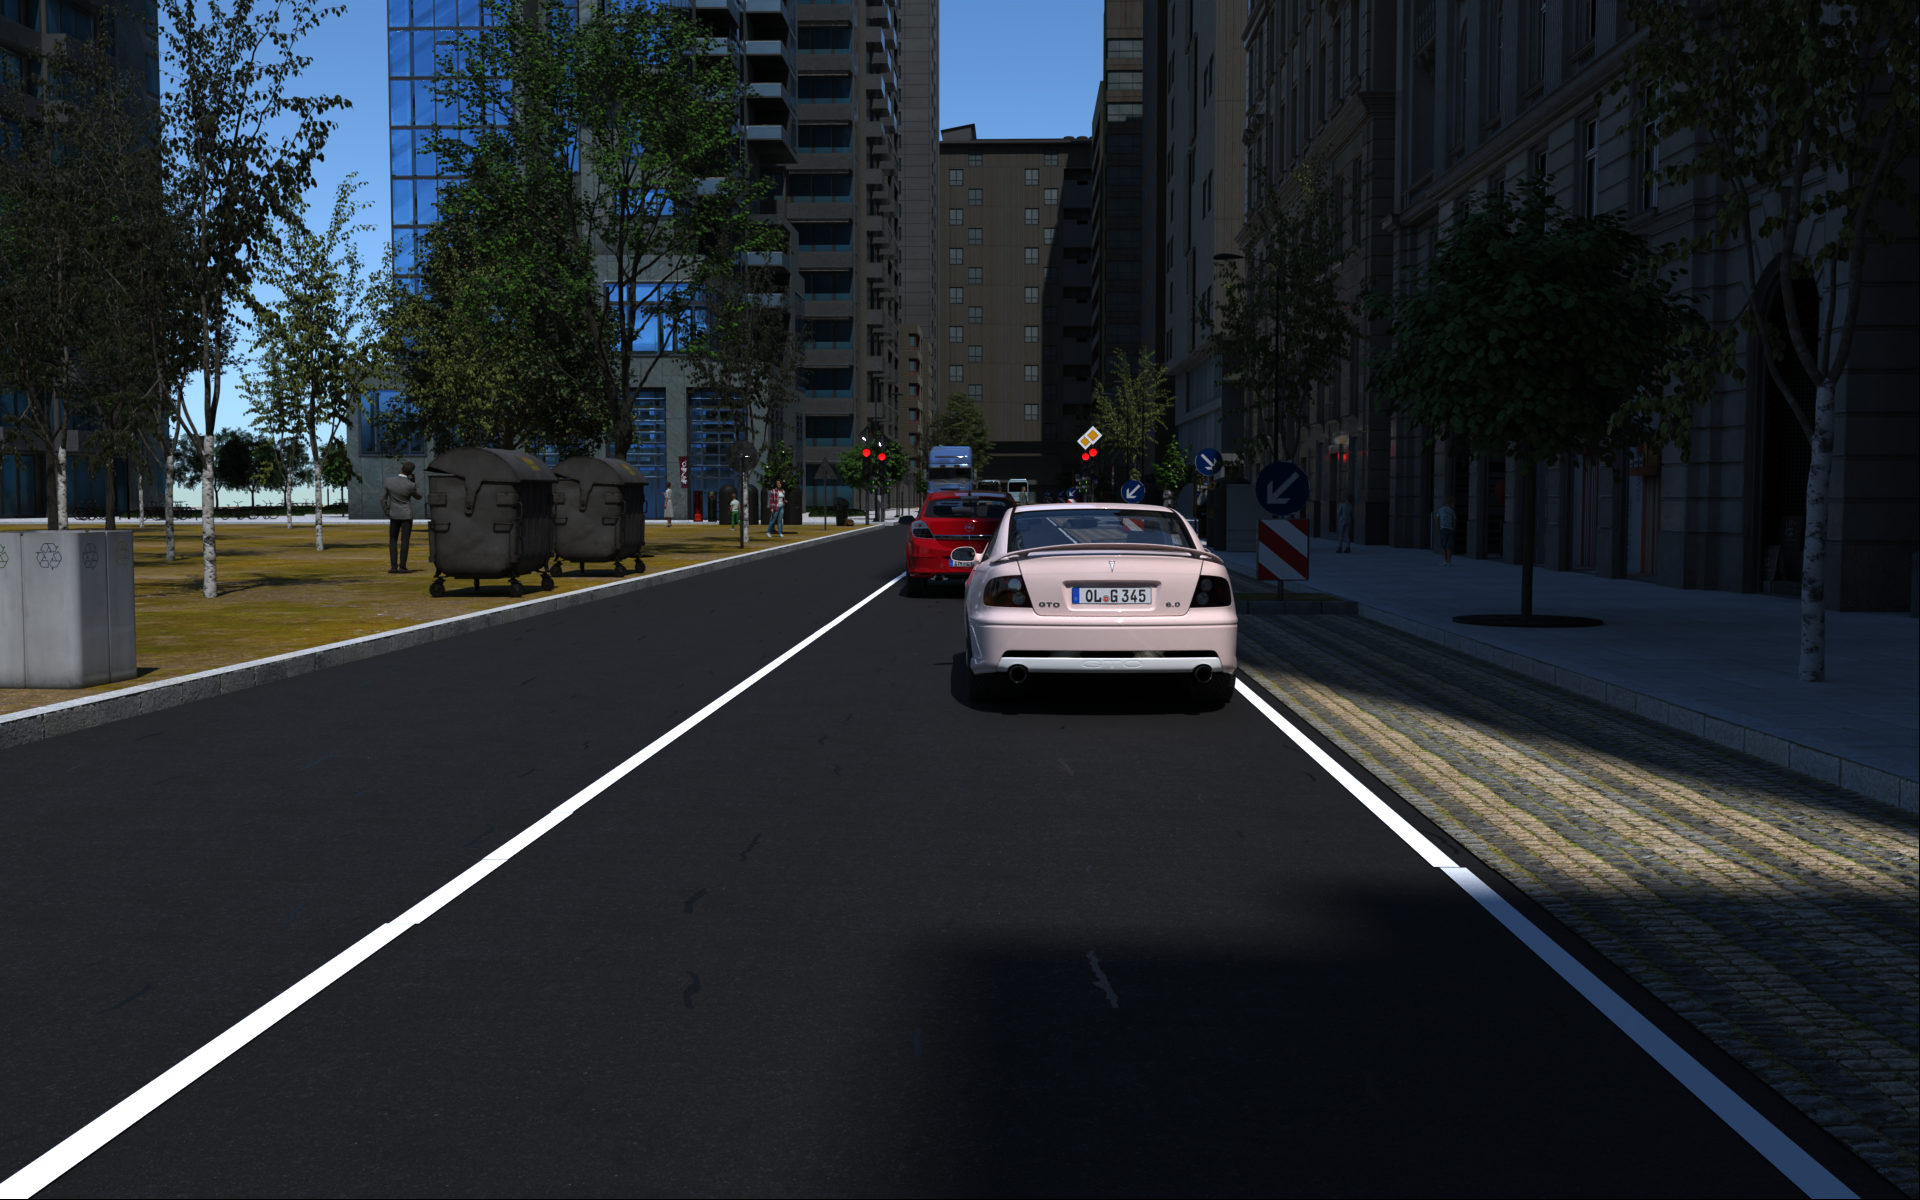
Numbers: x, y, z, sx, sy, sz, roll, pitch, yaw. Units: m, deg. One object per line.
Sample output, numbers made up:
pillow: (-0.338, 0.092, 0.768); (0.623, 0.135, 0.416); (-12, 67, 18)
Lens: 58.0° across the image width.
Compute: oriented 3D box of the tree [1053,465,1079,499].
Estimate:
tree: (12.072, -12.972, 195.803); (4.285, 4.588, 4.351); (0, 3, 0)

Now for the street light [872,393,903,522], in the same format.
street light: (-3.315, -6.541, 79.493); (1.470, 5.913, 1.316); (0, 4, 2)

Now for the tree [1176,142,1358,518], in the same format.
tree: (7.015, -5.304, 37.076); (4.737, 8.622, 4.395); (0, 3, 0)

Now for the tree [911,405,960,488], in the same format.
tree: (-2.314, -11.843, 143.997); (4.360, 8.622, 3.978); (0, 3, 0)

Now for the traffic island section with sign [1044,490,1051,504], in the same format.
traffic island section with sign: (7.546, -7.502, 131.277); (1.989, 1.847, 2.006); (0, 4, 2)

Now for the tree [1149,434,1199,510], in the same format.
tree: (6.824, -3.740, 55.758); (1.663, 3.219, 1.824); (0, 3, 0)

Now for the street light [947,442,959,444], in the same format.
street light: (-0.826, -11.091, 153.884); (1.470, 5.913, 1.316); (0, 4, 2)

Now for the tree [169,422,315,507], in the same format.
tree: (-58.132, -10.631, 136.715); (11.467, 7.101, 20.602); (0, 4, -7)

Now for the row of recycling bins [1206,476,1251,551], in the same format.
row of recycling bins: (6.362, -2.051, 40.654); (1.069, 1.692, 3.534); (0, 4, 5)

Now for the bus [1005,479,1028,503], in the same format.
bus: (7.281, -13.780, 220.164); (2.948, 3.499, 13.247); (0, 4, 1)

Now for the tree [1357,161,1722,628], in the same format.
tree: (5.696, -2.042, 17.107); (4.285, 4.588, 4.351); (0, 3, 0)

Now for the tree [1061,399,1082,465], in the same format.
tree: (9.990, -11.290, 134.959); (4.737, 8.622, 4.395); (0, 3, 0)

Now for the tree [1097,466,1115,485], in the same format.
tree: (9.935, -7.708, 120.623); (1.663, 3.219, 1.824); (0, 3, 0)

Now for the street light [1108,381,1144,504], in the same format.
street light: (6.962, -6.028, 71.103); (1.470, 5.913, 1.316); (0, 4, 2)

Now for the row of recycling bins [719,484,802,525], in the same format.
row of recycling bins: (-8.336, -3.992, 72.380); (3.534, 1.692, 1.069); (0, 4, 3)

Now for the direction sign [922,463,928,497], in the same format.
direction sign: (-2.498, -8.281, 127.387); (0.379, 3.537, 0.876); (3, 4, 38)

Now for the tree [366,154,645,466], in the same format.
tree: (-14.961, -8.591, 57.465); (9.611, 12.733, 9.660); (0, 3, 0)

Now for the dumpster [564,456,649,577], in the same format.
dumpster: (-5.706, -1.316, 27.278); (1.264, 1.857, 1.865); (0, 4, 2)

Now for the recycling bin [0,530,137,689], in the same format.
recycling bin: (-6.106, 0.051, 11.721); (0.722, 1.027, 0.722); (0, 4, 5)

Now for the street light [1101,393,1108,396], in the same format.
street light: (7.174, -6.561, 79.810); (1.470, 5.913, 1.316); (0, 4, 2)

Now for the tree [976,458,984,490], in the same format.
tree: (0.933, -17.123, 230.325); (4.360, 8.622, 3.978); (0, 3, 0)

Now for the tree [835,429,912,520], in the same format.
tree: (-4.097, -6.334, 87.273); (4.285, 4.588, 4.351); (0, 3, 0)

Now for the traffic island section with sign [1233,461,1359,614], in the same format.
traffic island section with sign: (3.764, -0.784, 21.439); (1.989, 1.847, 2.006); (0, 4, 2)

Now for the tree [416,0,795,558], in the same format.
tree: (-6.890, -6.675, 34.890); (9.928, 11.665, 9.643); (0, 3, 0)

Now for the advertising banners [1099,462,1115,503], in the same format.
advertising banners: (8.216, -6.142, 96.602); (0.090, 3.025, 2.074); (-1, 4, -20)

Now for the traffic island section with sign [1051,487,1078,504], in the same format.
traffic island section with sign: (6.619, -5.829, 103.936); (1.989, 1.847, 2.006); (0, 4, 2)

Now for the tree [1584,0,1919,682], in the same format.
tree: (6.002, -3.759, 11.819); (4.737, 8.622, 4.395); (0, 3, 0)

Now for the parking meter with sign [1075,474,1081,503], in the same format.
parking meter with sign: (9.982, -9.249, 147.474); (0.543, 3.016, 1.738); (0, 4, 5)

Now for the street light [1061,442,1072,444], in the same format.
street light: (9.715, -11.114, 154.250); (1.470, 5.913, 1.316); (0, 4, 2)

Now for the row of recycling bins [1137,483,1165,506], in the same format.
row of recycling bins: (7.324, -3.642, 66.658); (1.069, 1.692, 3.534); (1, 4, 10)

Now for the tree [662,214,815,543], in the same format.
tree: (-5.642, -5.806, 45.288); (4.360, 8.622, 3.978); (0, 3, 0)

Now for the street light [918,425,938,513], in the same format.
street light: (-2.158, -8.823, 116.801); (1.470, 5.913, 1.316); (0, 4, 2)

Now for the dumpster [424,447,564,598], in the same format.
dumpster: (-5.975, -1.001, 22.119); (1.264, 1.857, 1.865); (0, 4, 2)

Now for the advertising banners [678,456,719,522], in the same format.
advertising banners: (-12.067, -5.119, 79.879); (2.074, 3.025, 0.090); (1, 4, 21)

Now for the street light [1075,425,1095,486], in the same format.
street light: (8.513, -8.828, 116.880); (1.470, 5.913, 1.316); (0, 4, 2)

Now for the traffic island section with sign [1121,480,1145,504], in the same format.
traffic island section with sign: (4.706, -2.449, 48.664); (1.989, 1.847, 2.006); (0, 4, 2)

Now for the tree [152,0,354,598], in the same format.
tree: (-9.558, -4.340, 21.329); (4.360, 8.622, 3.978); (0, 3, 0)

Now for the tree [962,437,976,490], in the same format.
tree: (-0.551, -15.720, 207.391); (4.360, 8.622, 3.978); (0, 3, 0)

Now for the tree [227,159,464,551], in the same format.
tree: (-14.332, -5.432, 39.182); (4.737, 8.622, 4.395); (0, 3, 0)

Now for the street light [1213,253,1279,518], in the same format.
street light: (5.584, -3.732, 33.554); (1.470, 5.913, 1.316); (0, 4, 2)

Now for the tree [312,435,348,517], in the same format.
tree: (-34.269, -6.876, 96.137); (4.285, 4.588, 4.351); (0, 3, 0)

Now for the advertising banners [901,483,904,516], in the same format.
advertising banners: (-3.402, -6.525, 102.871); (0.090, 3.025, 2.074); (0, 4, 1)

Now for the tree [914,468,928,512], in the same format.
tree: (-2.777, -7.949, 124.567); (1.663, 3.219, 1.824); (0, 3, 0)

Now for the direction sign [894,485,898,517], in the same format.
direction sign: (-3.468, -6.320, 95.323); (0.379, 3.537, 0.876); (-3, 4, -39)

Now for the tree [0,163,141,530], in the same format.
tree: (-29.092, -7.907, 55.028); (9.928, 11.665, 9.643); (0, 3, 0)

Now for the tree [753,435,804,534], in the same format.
tree: (-5.682, -3.760, 56.081); (1.663, 3.219, 1.824); (0, 3, 0)

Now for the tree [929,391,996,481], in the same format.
tree: (0.243, -16.633, 190.069); (7.486, 12.596, 7.792); (0, 3, 0)

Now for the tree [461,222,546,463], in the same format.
tree: (-13.087, -5.859, 46.151); (4.737, 8.622, 4.395); (0, 3, 0)

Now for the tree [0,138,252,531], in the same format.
tree: (-22.860, -6.820, 45.922); (8.767, 10.594, 7.601); (0, 4, 0)

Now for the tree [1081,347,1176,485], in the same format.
tree: (8.550, -8.242, 85.113); (4.737, 8.622, 4.395); (0, 3, 0)
